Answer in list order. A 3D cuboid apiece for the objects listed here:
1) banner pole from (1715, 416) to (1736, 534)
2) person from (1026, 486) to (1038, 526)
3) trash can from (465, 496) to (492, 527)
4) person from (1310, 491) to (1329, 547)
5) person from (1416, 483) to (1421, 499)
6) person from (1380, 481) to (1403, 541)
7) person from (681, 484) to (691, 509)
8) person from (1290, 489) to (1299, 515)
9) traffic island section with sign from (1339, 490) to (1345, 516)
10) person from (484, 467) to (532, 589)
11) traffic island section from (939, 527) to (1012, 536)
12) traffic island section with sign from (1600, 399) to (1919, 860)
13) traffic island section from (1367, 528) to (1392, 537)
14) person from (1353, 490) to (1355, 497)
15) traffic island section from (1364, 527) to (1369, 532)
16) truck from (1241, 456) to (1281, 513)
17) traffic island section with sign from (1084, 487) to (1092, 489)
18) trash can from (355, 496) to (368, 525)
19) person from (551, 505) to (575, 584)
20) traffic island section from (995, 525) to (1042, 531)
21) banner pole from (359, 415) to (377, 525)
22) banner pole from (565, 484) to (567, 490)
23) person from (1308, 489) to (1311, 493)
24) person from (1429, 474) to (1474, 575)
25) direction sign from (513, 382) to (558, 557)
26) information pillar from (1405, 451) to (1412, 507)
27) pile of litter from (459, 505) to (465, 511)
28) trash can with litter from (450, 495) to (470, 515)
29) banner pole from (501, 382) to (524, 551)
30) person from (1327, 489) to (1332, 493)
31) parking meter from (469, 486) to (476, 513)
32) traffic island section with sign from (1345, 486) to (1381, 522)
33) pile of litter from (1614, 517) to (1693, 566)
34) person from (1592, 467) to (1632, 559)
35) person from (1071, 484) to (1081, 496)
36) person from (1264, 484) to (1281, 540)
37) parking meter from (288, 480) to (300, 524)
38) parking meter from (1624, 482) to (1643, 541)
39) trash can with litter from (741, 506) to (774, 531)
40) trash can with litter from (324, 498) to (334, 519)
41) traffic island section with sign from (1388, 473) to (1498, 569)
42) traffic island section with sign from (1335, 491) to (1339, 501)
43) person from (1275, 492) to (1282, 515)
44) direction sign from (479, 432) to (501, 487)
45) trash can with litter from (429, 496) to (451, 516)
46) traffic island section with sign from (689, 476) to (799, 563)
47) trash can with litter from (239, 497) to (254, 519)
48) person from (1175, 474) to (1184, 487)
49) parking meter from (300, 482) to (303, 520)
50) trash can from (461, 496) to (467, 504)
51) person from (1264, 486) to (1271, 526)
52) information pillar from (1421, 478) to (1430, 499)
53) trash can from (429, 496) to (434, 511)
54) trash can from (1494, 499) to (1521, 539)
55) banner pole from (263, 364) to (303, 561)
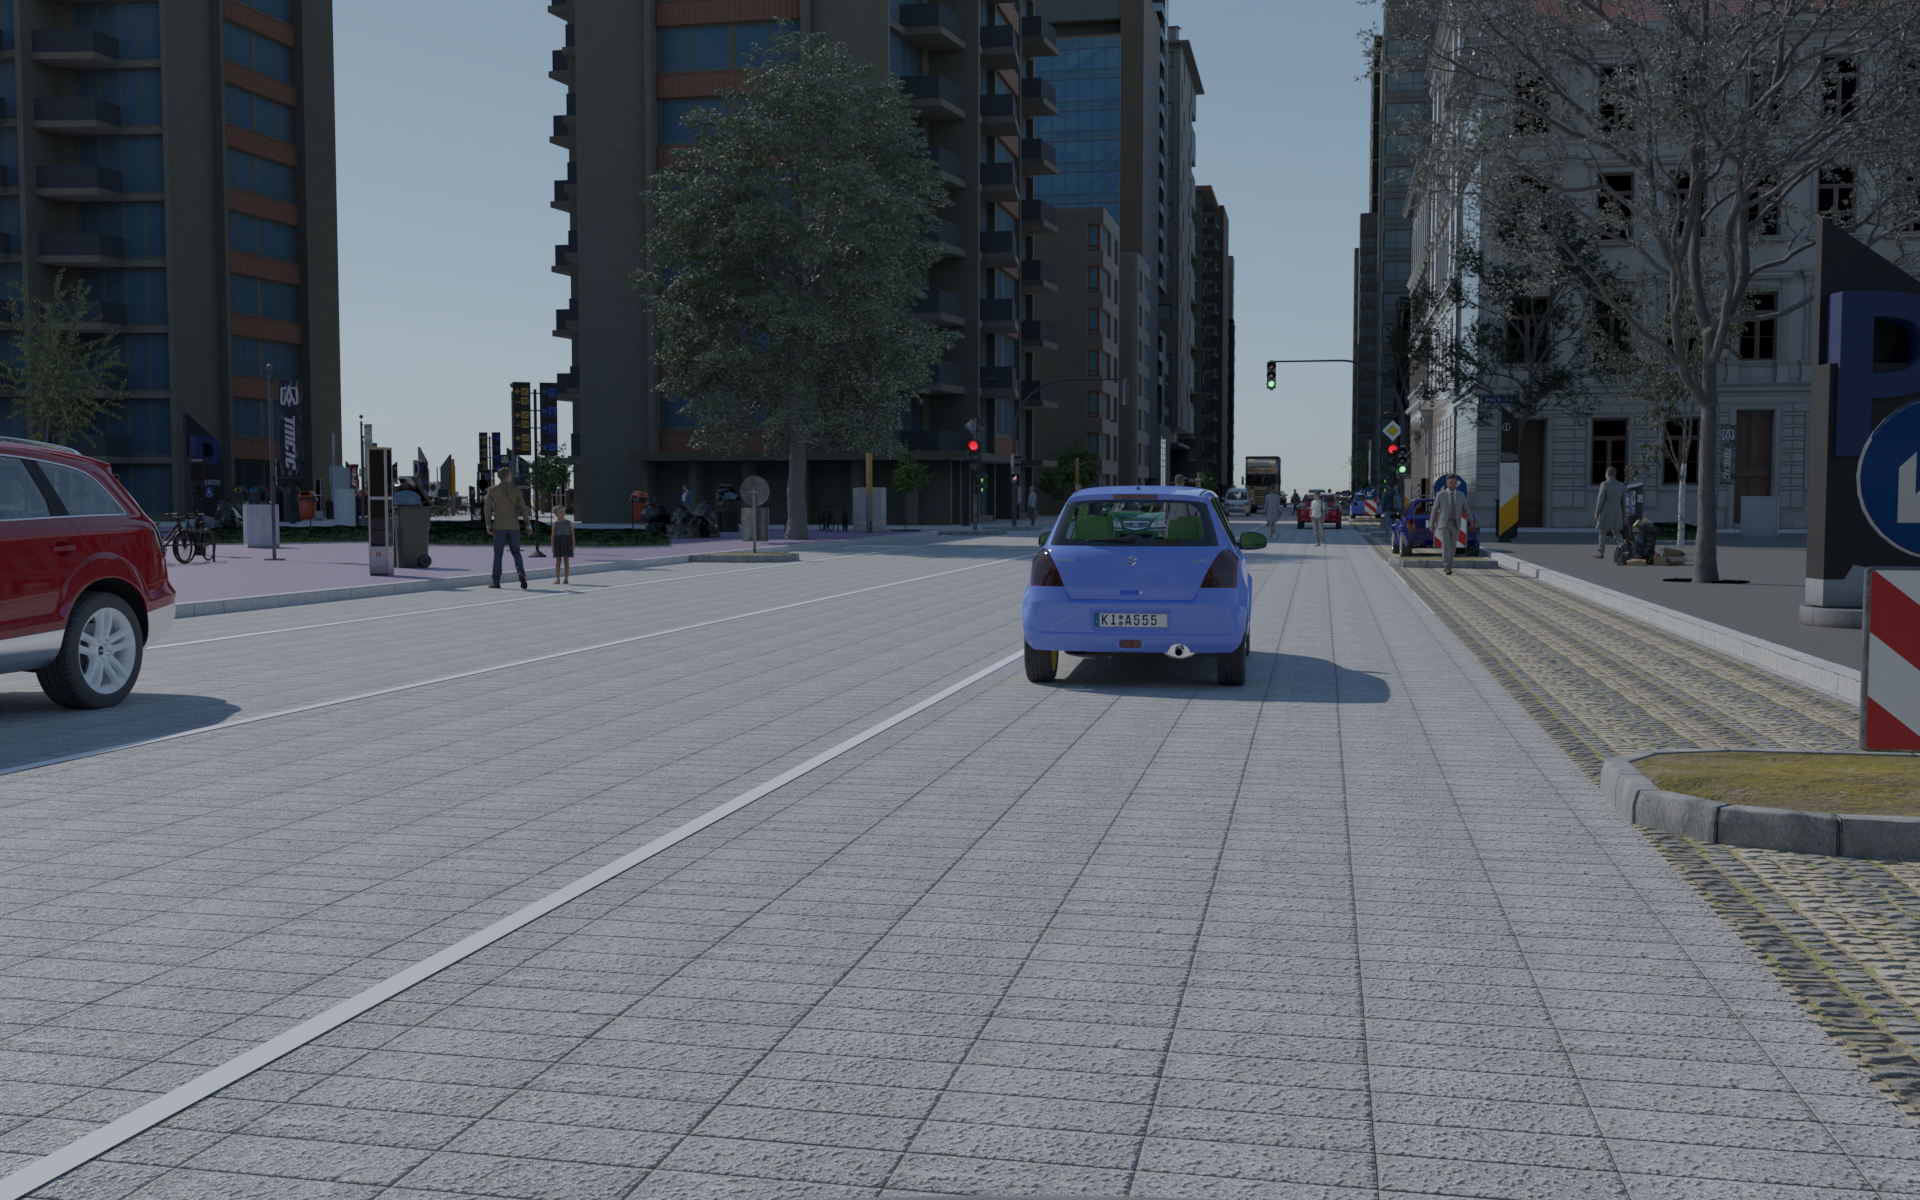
[{"bbox_3d":[24.356,-3.997,55.360,0.863,3.779,0.401,3,5,42],"label":"banner pole"},{"bbox_3d":[3.185,-4.053,75.245,0.515,1.767,0.782,2,4,26],"label":"person"},{"bbox_3d":[-14.207,-2.430,51.389,0.748,1.137,0.748,0,3,0],"label":"trash can"},{"bbox_3d":[9.807,-2.213,47.278,0.503,1.515,0.523,1,4,10],"label":"person"},{"bbox_3d":[22.207,-4.713,83.286,0.592,1.802,0.473,-1,4,-18],"label":"person"},{"bbox_3d":[12.950,-2.675,52.228,0.794,1.824,0.713,1,4,23],"label":"person"},{"bbox_3d":[-10.581,-3.592,67.261,0.654,1.822,0.581,-2,4,-30],"label":"person"},{"bbox_3d":[22.617,-6.620,117.131,0.834,1.777,0.661,-2,4,-32],"label":"person"},{"bbox_3d":[26.325,-6.498,114.864,1.989,1.847,2.006,1,4,12],"label":"traffic island section with sign"},{"bbox_3d":[-6.831,-1.090,26.233,0.836,1.842,0.656,3,5,40],"label":"person"},{"bbox_3d":[0.511,-2.383,61.241,2.009,0.180,2.903,1,4,12],"label":"traffic island section"},{"bbox_3d":[3.965,0.060,7.655,1.989,1.847,2.006,1,4,12],"label":"traffic island section with sign"},{"bbox_3d":[14.844,-2.200,58.257,2.009,0.180,2.903,1,4,12],"label":"traffic island section"},{"bbox_3d":[53.049,-13.859,232.727,0.705,1.814,1.350,1,4,20],"label":"person"},{"bbox_3d":[16.475,-2.679,66.075,2.009,0.180,2.903,1,4,12],"label":"traffic island section"},{"bbox_3d":[22.709,-8.619,129.839,2.839,4.237,11.283,1,4,11],"label":"truck"},{"bbox_3d":[6.753,-5.048,91.158,1.989,1.847,2.006,1,4,12],"label":"traffic island section with sign"},{"bbox_3d":[-22.448,-3.272,65.149,0.748,1.137,0.748,0,3,0],"label":"trash can"},{"bbox_3d":[-6.313,-0.879,27.544,0.362,1.253,0.373,-1,4,-8],"label":"person"},{"bbox_3d":[2.142,-2.861,69.058,2.009,0.180,2.903,1,4,12],"label":"traffic island section"},{"bbox_3d":[-18.699,-3.946,54.542,0.863,3.779,0.401,3,5,40],"label":"banner pole"},{"bbox_3d":[-29.817,-8.552,129.843,0.863,3.779,0.401,1,4,17],"label":"banner pole"},{"bbox_3d":[22.256,-6.234,111.100,0.731,1.740,0.598,-1,4,-16],"label":"person"},{"bbox_3d":[8.666,-1.335,30.603,0.678,1.792,0.850,0,4,-1],"label":"person"},{"bbox_3d":[-8.595,-2.637,35.120,0.876,3.537,0.379,-1,4,-22],"label":"direction sign"},{"bbox_3d":[24.098,-6.240,93.386,0.504,3.616,0.183,0,4,7],"label":"information pillar"},{"bbox_3d":[-39.220,-7.403,135.005,1.719,0.858,1.176,-2,4,-24],"label":"pile of litter"},{"bbox_3d":[-31.059,-5.960,108.503,2.233,1.210,1.678,-2,4,-29],"label":"trash can with litter"},{"bbox_3d":[-9.916,-2.976,38.673,0.401,3.779,0.863,-2,4,-26],"label":"banner pole"},{"bbox_3d":[24.027,-6.320,112.194,0.532,1.782,0.716,1,4,11],"label":"person"},{"bbox_3d":[-33.417,-6.907,118.640,0.399,1.863,0.255,-3,5,-40],"label":"parking meter"},{"bbox_3d":[20.811,-4.875,88.335,1.989,1.847,2.006,1,4,12],"label":"traffic island section with sign"},{"bbox_3d":[12.599,-1.063,31.346,1.719,0.858,1.176,0,4,-5],"label":"pile of litter"},{"bbox_3d":[12.873,-1.720,34.262,0.694,1.812,0.767,-1,4,-16],"label":"person"},{"bbox_3d":[3.951,-2.977,57.580,0.661,1.777,0.834,0,4,5],"label":"person"},{"bbox_3d":[9.789,-2.738,54.024,0.466,1.731,0.760,-2,4,-25],"label":"person"},{"bbox_3d":[-28.790,-4.220,74.708,0.255,1.863,0.399,-2,4,-30],"label":"parking meter"},{"bbox_3d":[14.650,-1.790,37.682,0.372,1.533,0.369,0,3,0],"label":"parking meter"},{"bbox_3d":[-7.347,-3.032,60.631,1.678,1.210,2.233,0,4,7],"label":"trash can with litter"},{"bbox_3d":[-32.095,-4.668,87.711,1.055,1.170,0.624,-1,4,-11],"label":"trash can with litter"},{"bbox_3d":[9.492,-1.560,34.136,1.989,1.847,2.006,1,4,12],"label":"traffic island section with sign"},{"bbox_3d":[36.515,-9.482,163.658,1.989,1.847,2.006,1,4,12],"label":"traffic island section with sign"},{"bbox_3d":[21.276,-6.607,116.434,0.836,1.842,0.656,2,4,31],"label":"person"},{"bbox_3d":[-17.178,-4.364,63.346,0.876,3.537,0.379,1,4,16],"label":"direction sign"},{"bbox_3d":[-30.408,-5.513,101.518,0.624,1.170,1.055,2,4,30],"label":"trash can with litter"},{"bbox_3d":[-4.527,-1.739,37.059,1.989,1.847,2.006,1,4,12],"label":"traffic island section with sign"},{"bbox_3d":[-31.330,-3.919,75.470,1.055,1.170,0.624,1,4,9],"label":"trash can with litter"},{"bbox_3d":[4.321,-1.538,33.754,0.694,1.812,0.767,1,4,22],"label":"person"},{"bbox_3d":[-32.133,-4.800,84.197,0.399,1.863,0.255,2,4,33],"label":"parking meter"},{"bbox_3d":[-43.485,-8.580,151.940,0.748,1.137,0.748,0,3,0],"label":"trash can"},{"bbox_3d":[13.871,-4.227,77.799,0.419,1.800,0.721,1,4,18],"label":"person"},{"bbox_3d":[21.170,-4.547,78.840,0.304,2.012,0.304,3,5,44],"label":"information pillar"},{"bbox_3d":[-33.217,-5.953,108.982,0.748,1.137,0.748,0,3,0],"label":"trash can"},{"bbox_3d":[15.630,-2.315,49.500,0.748,1.137,0.748,0,3,0],"label":"trash can"},{"bbox_3d":[-13.073,-2.657,33.456,0.863,3.779,0.401,1,4,9],"label":"banner pole"}]
